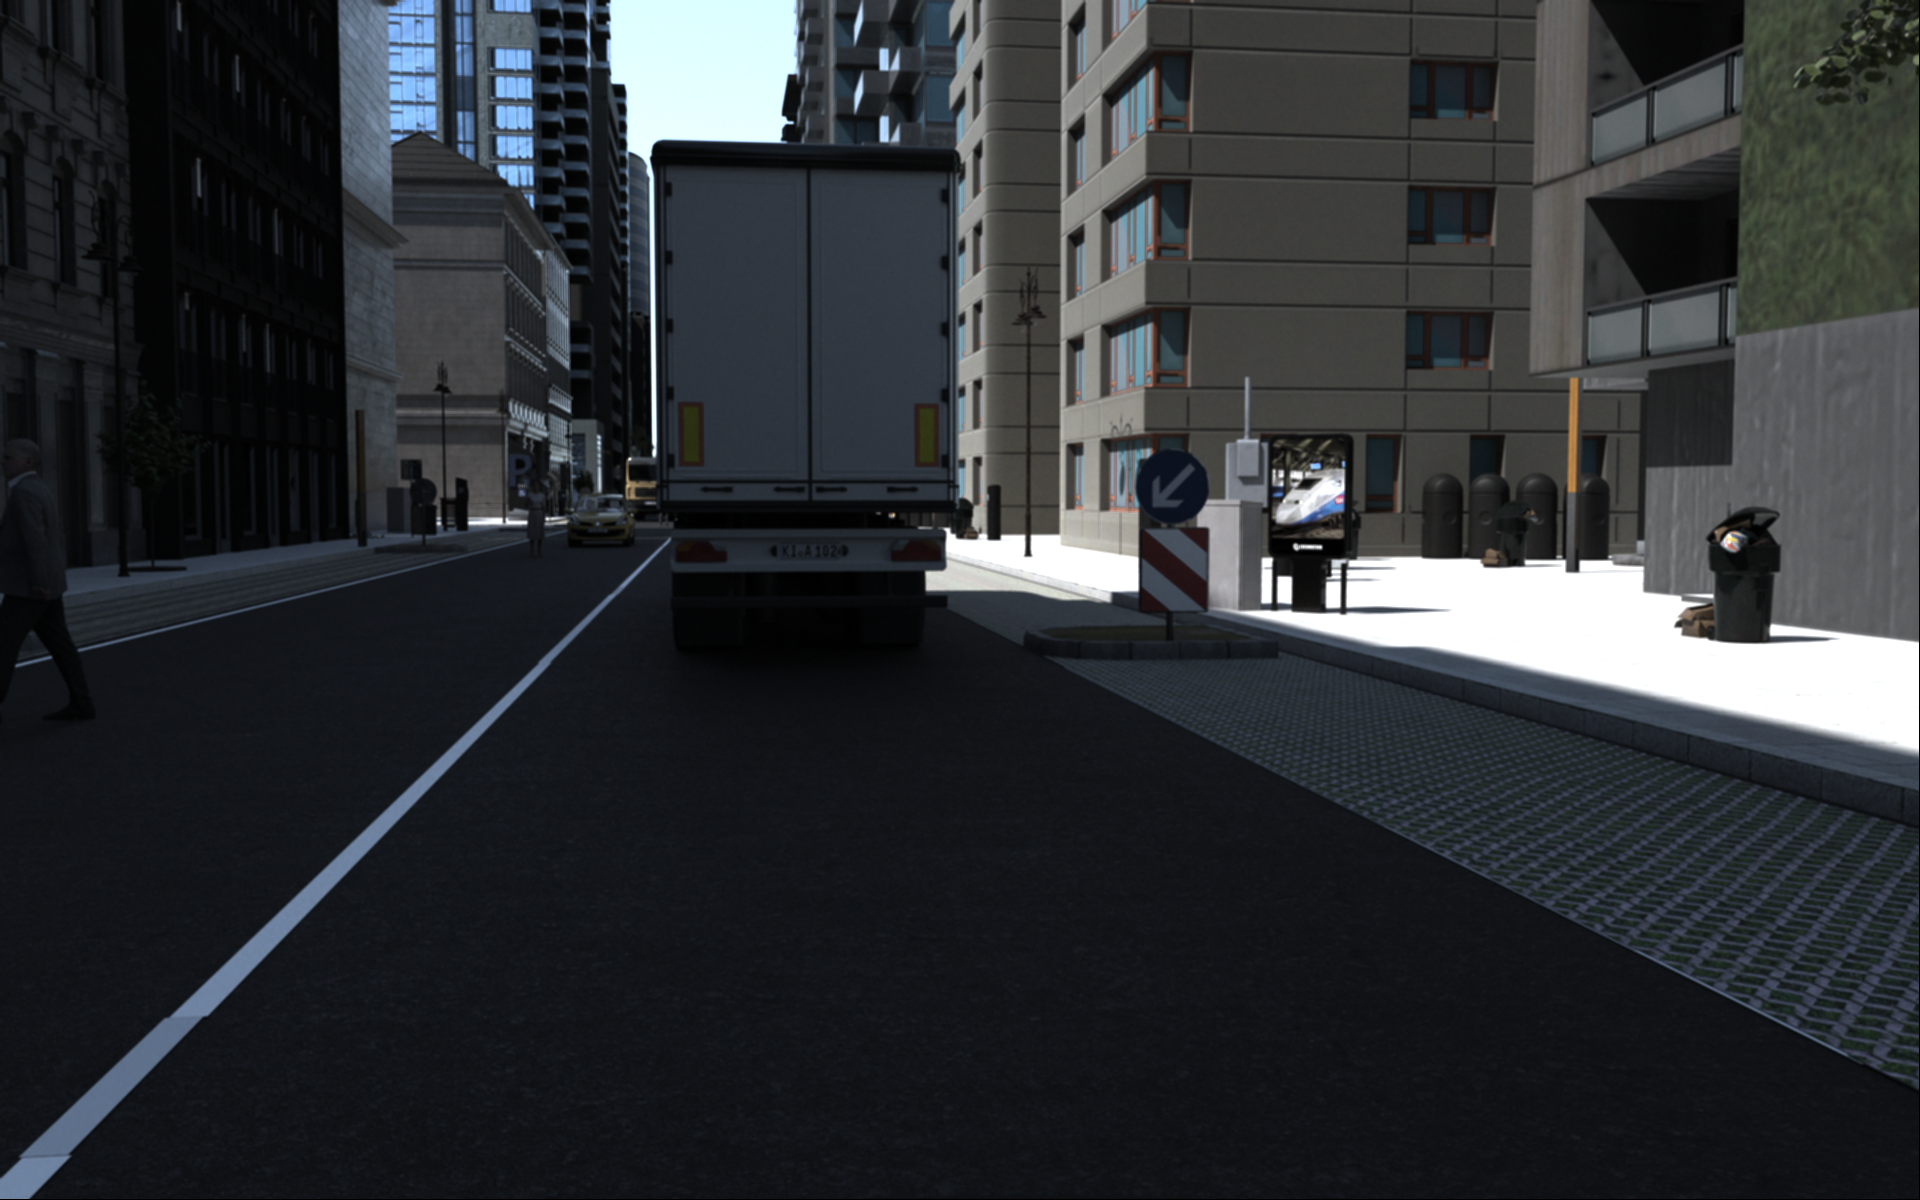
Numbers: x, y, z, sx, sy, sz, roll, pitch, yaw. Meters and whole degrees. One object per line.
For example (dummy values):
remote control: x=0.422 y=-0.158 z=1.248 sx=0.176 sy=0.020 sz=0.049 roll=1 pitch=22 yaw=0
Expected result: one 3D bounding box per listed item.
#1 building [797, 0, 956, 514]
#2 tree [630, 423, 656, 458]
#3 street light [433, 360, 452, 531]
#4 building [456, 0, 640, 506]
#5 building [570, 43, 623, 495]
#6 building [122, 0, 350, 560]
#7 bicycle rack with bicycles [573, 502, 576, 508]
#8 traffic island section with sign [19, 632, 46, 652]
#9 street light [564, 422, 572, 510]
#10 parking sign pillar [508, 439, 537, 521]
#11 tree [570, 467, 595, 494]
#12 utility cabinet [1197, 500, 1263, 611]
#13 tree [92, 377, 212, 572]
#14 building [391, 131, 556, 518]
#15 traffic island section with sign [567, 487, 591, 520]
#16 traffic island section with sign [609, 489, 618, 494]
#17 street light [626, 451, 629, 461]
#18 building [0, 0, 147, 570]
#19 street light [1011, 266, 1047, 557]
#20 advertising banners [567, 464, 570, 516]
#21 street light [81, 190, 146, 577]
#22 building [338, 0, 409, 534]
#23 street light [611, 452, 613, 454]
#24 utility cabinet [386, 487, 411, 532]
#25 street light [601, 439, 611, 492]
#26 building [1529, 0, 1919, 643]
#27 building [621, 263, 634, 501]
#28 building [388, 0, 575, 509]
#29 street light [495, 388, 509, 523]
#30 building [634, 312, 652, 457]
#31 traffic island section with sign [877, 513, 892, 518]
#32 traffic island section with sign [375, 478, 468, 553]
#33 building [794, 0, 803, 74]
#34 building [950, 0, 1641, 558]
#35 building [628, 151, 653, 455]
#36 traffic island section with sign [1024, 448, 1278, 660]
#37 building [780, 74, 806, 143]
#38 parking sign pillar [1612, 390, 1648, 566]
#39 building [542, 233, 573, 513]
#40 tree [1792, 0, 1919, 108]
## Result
building: x=-1.256 y=-31.620 z=136.602 sx=23.786 sy=49.044 sz=30.456 roll=0 pitch=4 yaw=-8
tree: x=-41.540 y=-17.768 z=224.926 sx=8.767 sy=10.594 sz=7.601 roll=0 pitch=4 yaw=-7
street light: x=-17.882 y=-5.335 z=60.007 sx=0.468 sy=5.910 sz=1.993 roll=0 pitch=4 yaw=-8
building: x=-56.659 y=-56.992 z=244.498 sx=22.319 sy=86.520 sz=31.000 roll=0 pitch=4 yaw=-8
building: x=-48.261 y=-34.530 z=188.259 sx=21.300 sy=48.544 sz=21.600 roll=0 pitch=4 yaw=-8
building: x=-22.386 y=-12.864 z=39.998 sx=12.332 sy=23.373 sz=15.834 roll=0 pitch=4 yaw=-8
bicycle rack with bicycles: x=-31.589 y=-7.784 z=140.652 sx=2.852 sy=0.926 sz=2.925 roll=1 pitch=4 yaw=14
traffic island section with sign: x=-9.454 y=-0.446 z=15.913 sx=1.989 sy=1.847 sz=2.006 roll=0 pitch=4 yaw=-8
street light: x=-24.569 y=-8.318 z=108.792 sx=0.468 sy=5.910 sz=1.993 roll=0 pitch=4 yaw=-8
parking sign pillar: x=-21.154 y=-5.827 z=83.741 sx=1.447 sy=3.967 sz=1.447 roll=0 pitch=4 yaw=-3
tree: x=-27.607 y=-8.210 z=128.831 sx=1.663 sy=3.219 sz=1.824 roll=0 pitch=3 yaw=0
utility cabinet: x=3.026 y=-0.508 z=19.470 sx=0.306 sy=1.237 sz=1.020 roll=-1 pitch=4 yaw=-20
tree: x=-13.674 y=-2.102 z=28.970 sx=1.663 sy=3.219 sz=1.824 roll=0 pitch=3 yaw=0
building: x=-29.029 y=-14.861 z=93.890 sx=10.553 sy=20.767 sz=40.483 roll=0 pitch=4 yaw=-8
traffic island section with sign: x=-20.792 y=-5.363 z=96.311 sx=1.989 sy=1.847 sz=2.006 roll=0 pitch=4 yaw=-8
traffic island section with sign: x=-24.598 y=-7.010 z=123.246 sx=1.989 sy=1.847 sz=2.006 roll=0 pitch=4 yaw=-8
street light: x=-35.169 y=-12.905 z=183.791 sx=0.468 sy=5.910 sz=1.993 roll=0 pitch=4 yaw=-8
building: x=-19.015 y=-10.642 z=23.150 sx=9.793 sy=20.994 sz=18.267 roll=0 pitch=4 yaw=-8
street light: x=1.396 y=-3.827 z=35.359 sx=0.468 sy=5.910 sz=1.993 roll=0 pitch=4 yaw=-8
advertising banners: x=-23.363 y=-6.551 z=103.290 sx=0.090 sy=3.025 sz=2.074 roll=-1 pitch=4 yaw=-10
street light: x=-13.010 y=-3.302 z=26.770 sx=0.468 sy=5.910 sz=1.993 roll=0 pitch=4 yaw=-8
building: x=-31.172 y=-16.472 z=56.702 sx=23.554 sy=28.519 sz=14.401 roll=0 pitch=4 yaw=-8
street light: x=-30.458 y=-10.878 z=150.646 sx=0.468 sy=5.910 sz=1.993 roll=0 pitch=4 yaw=-8
utility cabinet: x=-18.566 y=-2.979 z=57.377 sx=0.318 sy=1.500 sz=1.173 roll=-3 pitch=5 yaw=-45
street light: x=-29.274 y=-10.382 z=142.531 sx=0.468 sy=5.910 sz=1.993 roll=0 pitch=4 yaw=-8
building: x=14.593 y=-20.524 z=19.165 sx=14.154 sy=41.232 sz=14.086 roll=0 pitch=4 yaw=-8
building: x=-47.011 y=-26.635 z=207.185 sx=14.160 sy=30.474 sz=14.107 roll=0 pitch=4 yaw=-8
building: x=-44.529 y=-51.875 z=160.827 sx=22.319 sy=86.520 sz=31.000 roll=0 pitch=4 yaw=-8
street light: x=-19.971 y=-6.295 z=75.719 sx=0.468 sy=5.910 sz=1.993 roll=0 pitch=4 yaw=-8
building: x=-55.266 y=-30.424 z=269.138 sx=14.160 sy=30.474 sz=14.107 roll=0 pitch=4 yaw=-8
traffic island section with sign: x=-2.202 y=-2.105 z=43.045 sx=1.989 sy=1.847 sz=2.006 roll=0 pitch=4 yaw=-8
traffic island section with sign: x=-13.221 y=-2.080 z=42.637 sx=1.989 sy=1.847 sz=2.006 roll=0 pitch=4 yaw=-8
building: x=-11.092 y=-54.894 z=210.181 sx=22.319 sy=86.520 sz=31.000 roll=0 pitch=4 yaw=-8
building: x=15.332 y=-12.539 z=50.057 sx=27.650 sy=21.520 sz=28.899 roll=0 pitch=4 yaw=-8
building: x=-62.733 y=-45.724 z=289.577 sx=21.231 sy=58.520 sz=28.212 roll=0 pitch=4 yaw=-8
traffic island section with sign: x=1.638 y=-0.440 z=15.815 sx=1.989 sy=1.847 sz=2.006 roll=0 pitch=4 yaw=-8
building: x=-7.347 y=-32.201 z=181.111 sx=22.147 sy=44.769 sz=28.867 roll=0 pitch=4 yaw=-8
parking sign pillar: x=12.550 y=-2.612 z=31.172 sx=1.447 sy=3.967 sz=1.447 roll=2 pitch=4 yaw=30
building: x=-33.197 y=-16.769 z=123.316 sx=9.793 sy=20.994 sz=18.267 roll=0 pitch=4 yaw=-8
tree: x=6.338 y=-5.459 z=7.384 sx=7.486 sy=12.596 sz=7.792 roll=0 pitch=3 yaw=0
